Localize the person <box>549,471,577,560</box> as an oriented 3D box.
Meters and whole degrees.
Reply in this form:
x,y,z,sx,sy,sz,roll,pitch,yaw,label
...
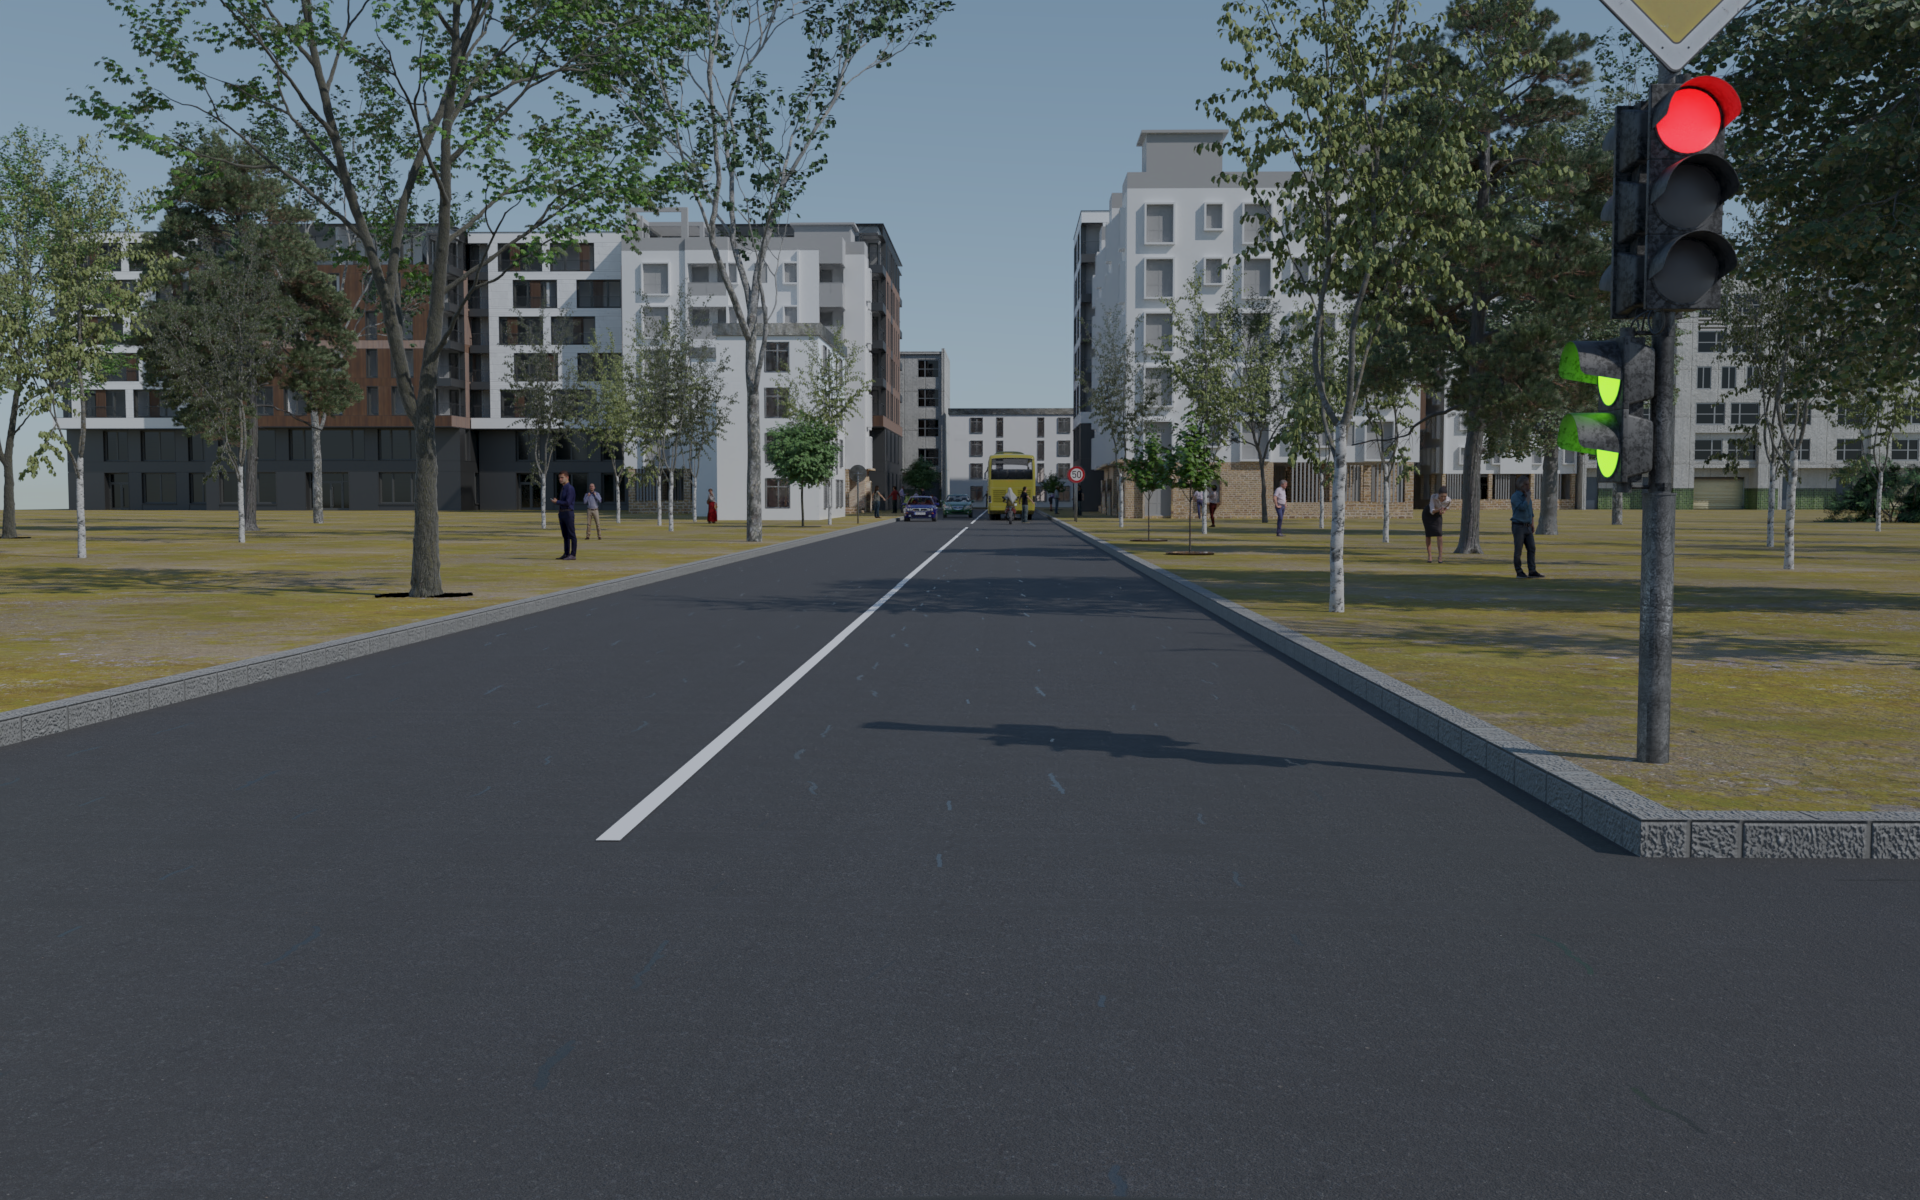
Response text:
x,y,z,sx,sy,sz,roll,pitch,yaw,label
-7.722,-1.649,33.712,0.504,1.737,0.576,-3,5,-42,person

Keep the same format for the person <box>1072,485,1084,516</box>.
x,y,z,sx,sy,sz,roll,pitch,yaw,label
6.986,-5.861,101.879,0.705,1.822,1.348,-2,4,-26,person

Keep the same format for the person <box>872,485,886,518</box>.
x,y,z,sx,sy,sz,roll,pitch,yaw,label
-4.338,-5.209,91.923,0.721,1.735,1.217,-3,4,-37,person

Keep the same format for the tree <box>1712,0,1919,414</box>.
x,y,z,sx,sy,sz,roll,pitch,yaw,label
12.409,-6.859,18.806,9.857,13.997,8.962,0,3,0,tree

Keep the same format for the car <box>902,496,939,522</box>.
x,y,z,sx,sy,sz,roll,pitch,yaw,label
-2.067,-4.822,91.420,1.945,1.354,3.894,0,4,0,car

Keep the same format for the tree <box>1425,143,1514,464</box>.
x,y,z,sx,sy,sz,roll,pitch,yaw,label
18.612,-9.042,54.500,9.857,13.997,8.962,0,3,0,tree

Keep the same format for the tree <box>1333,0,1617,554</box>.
x,y,z,sx,sy,sz,roll,pitch,yaw,label
11.090,-7.037,37.103,6.751,12.117,7.091,0,3,0,tree

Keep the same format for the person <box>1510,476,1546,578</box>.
x,y,z,sx,sy,sz,roll,pitch,yaw,label
8.589,-1.105,26.326,0.499,1.552,0.429,-1,4,-11,person

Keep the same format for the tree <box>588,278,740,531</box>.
x,y,z,sx,sy,sz,roll,pitch,yaw,label
-9.930,-6.687,59.692,4.360,8.622,3.978,0,3,0,tree

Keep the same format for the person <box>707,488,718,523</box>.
x,y,z,sx,sy,sz,roll,pitch,yaw,label
-10.842,-4.108,75.676,0.387,1.526,0.523,2,4,29,person

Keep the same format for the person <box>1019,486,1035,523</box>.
x,y,z,sx,sy,sz,roll,pitch,yaw,label
3.237,-4.721,85.709,0.705,1.822,1.348,-2,4,-31,person

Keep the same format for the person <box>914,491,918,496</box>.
x,y,z,sx,sy,sz,roll,pitch,yaw,label
-4.141,-9.550,165.588,0.436,1.711,0.756,-3,4,-36,person

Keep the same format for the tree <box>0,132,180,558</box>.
x,y,z,sx,sy,sz,roll,pitch,yaw,label
-17.882,-5.146,34.501,4.737,8.622,4.395,0,3,0,tree

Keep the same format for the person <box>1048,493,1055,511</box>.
x,y,z,sx,sy,sz,roll,pitch,yaw,label
6.828,-7.244,127.717,0.697,1.427,0.421,-2,4,-32,person

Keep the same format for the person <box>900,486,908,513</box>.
x,y,z,sx,sy,sz,roll,pitch,yaw,label
-3.809,-6.862,118.103,0.599,1.838,0.709,-1,4,-12,person

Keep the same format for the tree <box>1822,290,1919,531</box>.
x,y,z,sx,sy,sz,roll,pitch,yaw,label
31.652,-6.672,59.455,4.737,8.622,4.395,0,3,0,tree

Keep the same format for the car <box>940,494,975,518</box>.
x,y,z,sx,sy,sz,roll,pitch,yaw,label
-0.137,-5.752,105.843,2.131,1.459,4.920,0,3,0,car

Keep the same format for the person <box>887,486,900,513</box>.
x,y,z,sx,sy,sz,roll,pitch,yaw,label
-4.350,-6.654,114.780,0.705,1.831,1.348,3,4,37,person

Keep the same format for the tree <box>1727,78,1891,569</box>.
x,y,z,sx,sy,sz,roll,pitch,yaw,label
14.306,-4.840,29.504,4.360,8.622,3.978,0,3,0,tree

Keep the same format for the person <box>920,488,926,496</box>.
x,y,z,sx,sy,sz,roll,pitch,yaw,label
-2.974,-7.973,136.853,0.568,1.767,0.683,-1,4,-20,person

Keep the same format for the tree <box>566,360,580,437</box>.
x,y,z,sx,sy,sz,roll,pitch,yaw,label
-15.140,-7.666,75.705,4.737,8.622,4.395,0,3,0,tree

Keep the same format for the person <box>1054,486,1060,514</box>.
x,y,z,sx,sy,sz,roll,pitch,yaw,label
6.213,-6.392,110.629,0.705,1.814,1.350,0,4,-3,person

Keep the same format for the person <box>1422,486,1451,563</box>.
x,y,z,sx,sy,sz,roll,pitch,yaw,label
8.844,-1.400,32.123,0.628,1.438,0.799,-2,4,-34,person

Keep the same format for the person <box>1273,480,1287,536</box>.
x,y,z,sx,sy,sz,roll,pitch,yaw,label
9.788,-2.791,52.607,0.436,1.711,0.756,3,5,44,person

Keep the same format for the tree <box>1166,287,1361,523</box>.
x,y,z,sx,sy,sz,roll,pitch,yaw,label
13.611,-8.737,77.270,8.767,10.594,7.601,0,4,-2,tree

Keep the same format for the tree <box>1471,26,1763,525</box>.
x,y,z,sx,sy,sz,roll,pitch,yaw,label
26.319,-13.153,70.941,12.611,20.169,13.585,0,3,0,tree

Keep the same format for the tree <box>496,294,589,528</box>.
x,y,z,sx,sy,sz,roll,pitch,yaw,label
-15.443,-6.998,64.774,4.360,8.622,3.978,0,3,0,tree

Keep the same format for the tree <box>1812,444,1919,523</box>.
x,y,z,sx,sy,sz,roll,pitch,yaw,label
48.177,-10.602,75.166,18.604,14.587,13.155,0,4,3,tree

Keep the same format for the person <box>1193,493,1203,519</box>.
x,y,z,sx,sy,sz,roll,pitch,yaw,label
12.303,-4.995,88.646,0.756,1.711,0.436,2,4,27,person

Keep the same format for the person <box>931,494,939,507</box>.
x,y,z,sx,sy,sz,roll,pitch,yaw,label
-1.848,-7.023,126.551,0.697,1.427,0.421,-3,4,-38,person

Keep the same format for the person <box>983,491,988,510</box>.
x,y,z,sx,sy,sz,roll,pitch,yaw,label
2.602,-9.267,160.543,1.217,1.766,0.721,-3,4,-36,person

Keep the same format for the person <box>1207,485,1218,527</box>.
x,y,z,sx,sy,sz,roll,pitch,yaw,label
9.770,-3.664,67.416,0.517,1.644,0.566,0,4,-2,person

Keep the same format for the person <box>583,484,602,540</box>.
x,y,z,sx,sy,sz,roll,pitch,yaw,label
-10.325,-2.485,48.729,0.516,1.574,0.319,0,4,3,person
